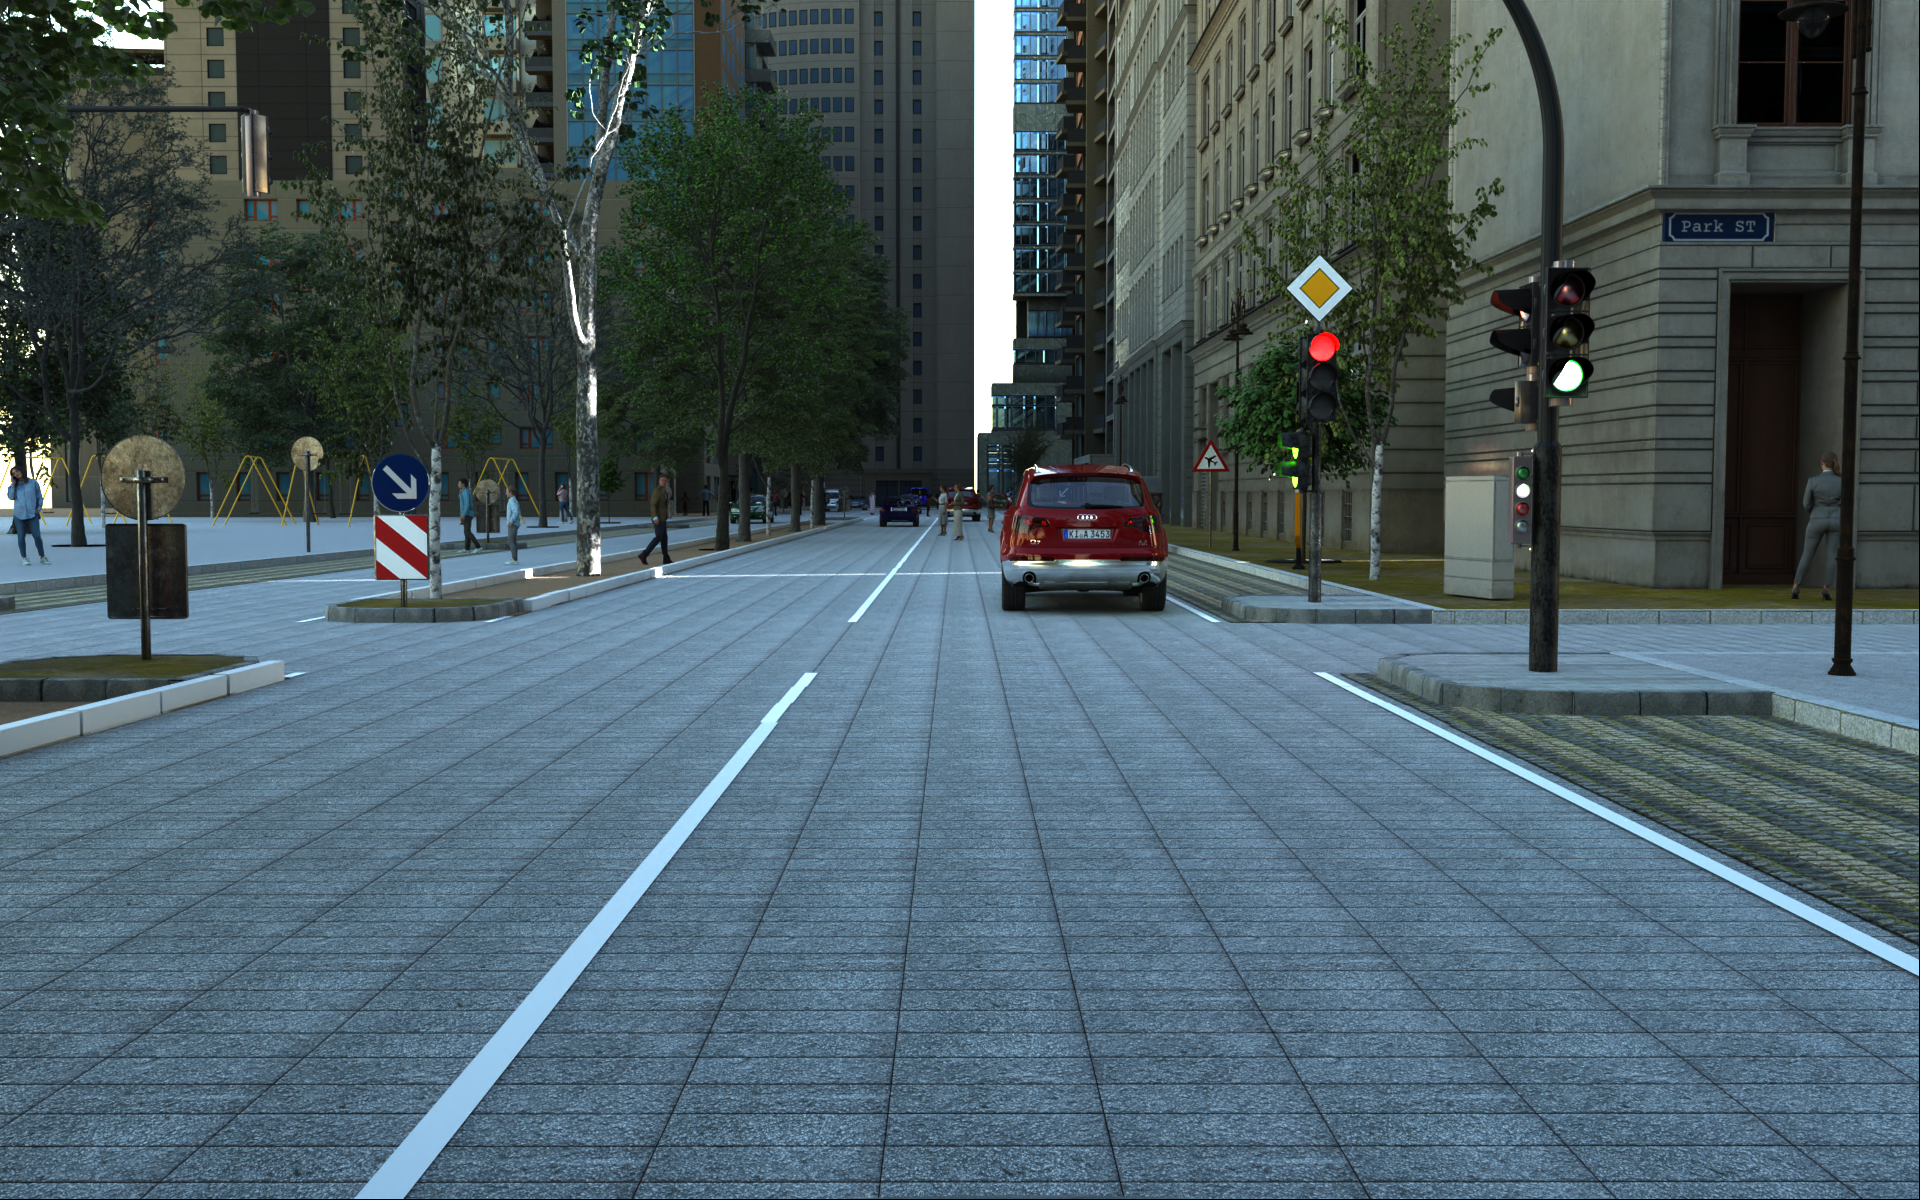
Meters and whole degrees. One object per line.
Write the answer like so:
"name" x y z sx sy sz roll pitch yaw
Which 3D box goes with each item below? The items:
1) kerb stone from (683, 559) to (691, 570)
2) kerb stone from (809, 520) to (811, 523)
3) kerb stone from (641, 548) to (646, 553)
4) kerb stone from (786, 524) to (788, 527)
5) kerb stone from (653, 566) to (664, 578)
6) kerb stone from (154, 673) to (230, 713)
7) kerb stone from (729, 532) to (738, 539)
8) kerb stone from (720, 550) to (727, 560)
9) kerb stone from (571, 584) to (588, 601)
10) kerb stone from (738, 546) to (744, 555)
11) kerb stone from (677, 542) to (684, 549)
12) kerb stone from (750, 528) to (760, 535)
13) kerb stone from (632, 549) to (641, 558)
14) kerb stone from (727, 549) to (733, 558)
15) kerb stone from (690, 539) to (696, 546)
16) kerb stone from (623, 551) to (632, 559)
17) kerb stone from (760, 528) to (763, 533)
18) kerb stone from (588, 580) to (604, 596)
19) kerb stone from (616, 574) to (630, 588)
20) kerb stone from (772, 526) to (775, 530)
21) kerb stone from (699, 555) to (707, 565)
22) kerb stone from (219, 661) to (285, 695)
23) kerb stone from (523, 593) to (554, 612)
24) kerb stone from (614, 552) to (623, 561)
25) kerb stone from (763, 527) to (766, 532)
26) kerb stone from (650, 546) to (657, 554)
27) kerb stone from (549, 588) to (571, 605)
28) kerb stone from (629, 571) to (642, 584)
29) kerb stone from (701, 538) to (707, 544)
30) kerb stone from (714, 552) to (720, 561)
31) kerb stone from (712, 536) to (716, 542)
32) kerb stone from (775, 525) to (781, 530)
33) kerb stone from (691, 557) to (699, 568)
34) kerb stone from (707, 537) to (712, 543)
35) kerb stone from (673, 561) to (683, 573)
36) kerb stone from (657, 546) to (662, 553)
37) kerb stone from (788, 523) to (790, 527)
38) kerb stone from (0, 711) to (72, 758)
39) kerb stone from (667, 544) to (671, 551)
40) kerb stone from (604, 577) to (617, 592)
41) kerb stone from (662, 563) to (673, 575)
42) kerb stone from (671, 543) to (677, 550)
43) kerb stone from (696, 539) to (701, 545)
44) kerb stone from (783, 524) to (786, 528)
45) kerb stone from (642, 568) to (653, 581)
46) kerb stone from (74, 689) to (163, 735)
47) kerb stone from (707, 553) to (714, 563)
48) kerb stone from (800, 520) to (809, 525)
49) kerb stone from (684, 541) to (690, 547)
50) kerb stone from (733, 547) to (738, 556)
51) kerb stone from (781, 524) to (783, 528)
"kerb stone" -5.297 -0.654 32.890 0.120 0.150 1.000 0 3 0
"kerb stone" -7.452 -3.786 84.097 0.120 0.150 1.000 0 3 0
"kerb stone" -7.400 -1.089 40.045 0.120 0.150 1.000 0 3 0
"kerb stone" -7.435 -3.097 72.833 0.120 0.150 1.000 0 3 0
"kerb stone" -5.288 -0.462 29.808 0.120 0.150 1.000 0 3 0
"kerb stone" -5.268 0.639 11.805 0.120 0.150 1.000 0 3 0
"kerb stone" -7.414 -2.095 56.443 0.120 0.150 1.000 0 3 0
"kerb stone" -5.297 -0.967 38.011 0.120 0.150 1.000 0 3 0
"kerb stone" -5.278 -0.085 23.661 0.120 0.150 1.000 0 3 0
"kerb stone" -5.300 -1.150 41.088 0.120 0.150 1.000 0 3 0
"kerb stone" -7.402 -1.405 45.172 0.120 0.150 1.000 0 3 0
"kerb stone" -7.422 -2.467 62.588 0.120 0.150 1.000 0 3 0
"kerb stone" -7.399 -1.029 39.023 0.120 0.150 1.000 0 3 0
"kerb stone" -5.301 -1.030 39.033 0.120 0.150 1.000 0 3 0
"kerb stone" -7.412 -1.531 47.222 0.120 0.150 1.000 0 3 0
"kerb stone" -7.408 -0.965 38.000 0.120 0.150 1.000 0 3 0
"kerb stone" -7.428 -2.533 63.615 0.120 0.150 1.000 0 3 0
"kerb stone" -5.275 -0.153 24.692 0.120 0.150 1.000 0 3 0
"kerb stone" -5.290 -0.278 26.741 0.120 0.150 1.000 0 3 0
"kerb stone" -7.439 -2.784 67.713 0.120 0.150 1.000 0 3 0
"kerb stone" -5.295 -0.779 34.937 0.120 0.150 1.000 0 3 0
"kerb stone" -5.264 0.572 12.840 0.120 0.150 1.000 0 3 0
"kerb stone" -5.274 0.043 21.605 0.120 0.150 1.000 0 3 0
"kerb stone" -7.401 -0.904 36.978 0.120 0.150 1.000 0 3 0
"kerb stone" -7.430 -2.596 64.638 0.120 0.150 1.000 0 3 0
"kerb stone" -7.403 -1.155 41.075 0.120 0.150 1.000 0 3 0
"kerb stone" -5.290 -0.027 22.639 0.120 0.150 1.000 0 3 0
"kerb stone" -5.287 -0.341 27.763 0.120 0.150 1.000 0 3 0
"kerb stone" -7.408 -1.656 49.270 0.120 0.150 1.000 0 3 0
"kerb stone" -5.299 -0.905 36.988 0.120 0.150 1.000 0 3 0
"kerb stone" -7.415 -1.781 51.315 0.120 0.150 1.000 0 3 0
"kerb stone" -7.444 -2.905 69.766 0.120 0.150 1.000 0 3 0
"kerb stone" -5.296 -0.717 33.915 0.120 0.150 1.000 0 3 0
"kerb stone" -7.412 -1.718 50.292 0.120 0.150 1.000 0 3 0
"kerb stone" -5.292 -0.592 31.868 0.120 0.150 1.000 0 3 0
"kerb stone" -7.402 -1.216 42.105 0.120 0.150 1.000 0 3 0
"kerb stone" -7.449 -3.158 73.855 0.120 0.150 1.000 0 3 0
"kerb stone" -5.265 0.761 9.745 0.120 0.150 1.000 0 3 0
"kerb stone" -7.401 -1.278 43.127 0.120 0.150 1.000 0 3 0
"kerb stone" -5.285 -0.215 25.719 0.120 0.150 1.000 0 3 0
"kerb stone" -5.292 -0.529 30.845 0.120 0.150 1.000 0 3 0
"kerb stone" -7.411 -1.343 44.149 0.120 0.150 1.000 0 3 0
"kerb stone" -7.411 -1.593 48.248 0.120 0.150 1.000 0 3 0
"kerb stone" -7.441 -3.035 71.810 0.120 0.150 1.000 0 3 0
"kerb stone" -5.294 -0.398 28.786 0.120 0.150 1.000 0 3 0
"kerb stone" -5.265 0.699 10.773 0.120 0.150 1.000 0 3 0
"kerb stone" -5.294 -0.838 35.960 0.120 0.150 1.000 0 3 0
"kerb stone" -7.448 -3.723 83.067 0.120 0.150 1.000 0 3 0
"kerb stone" -7.405 -1.463 46.200 0.120 0.150 1.000 0 3 0
"kerb stone" -5.308 -1.093 40.065 0.120 0.150 1.000 0 3 0
"kerb stone" -7.439 -2.972 70.788 0.120 0.150 1.000 0 3 0
